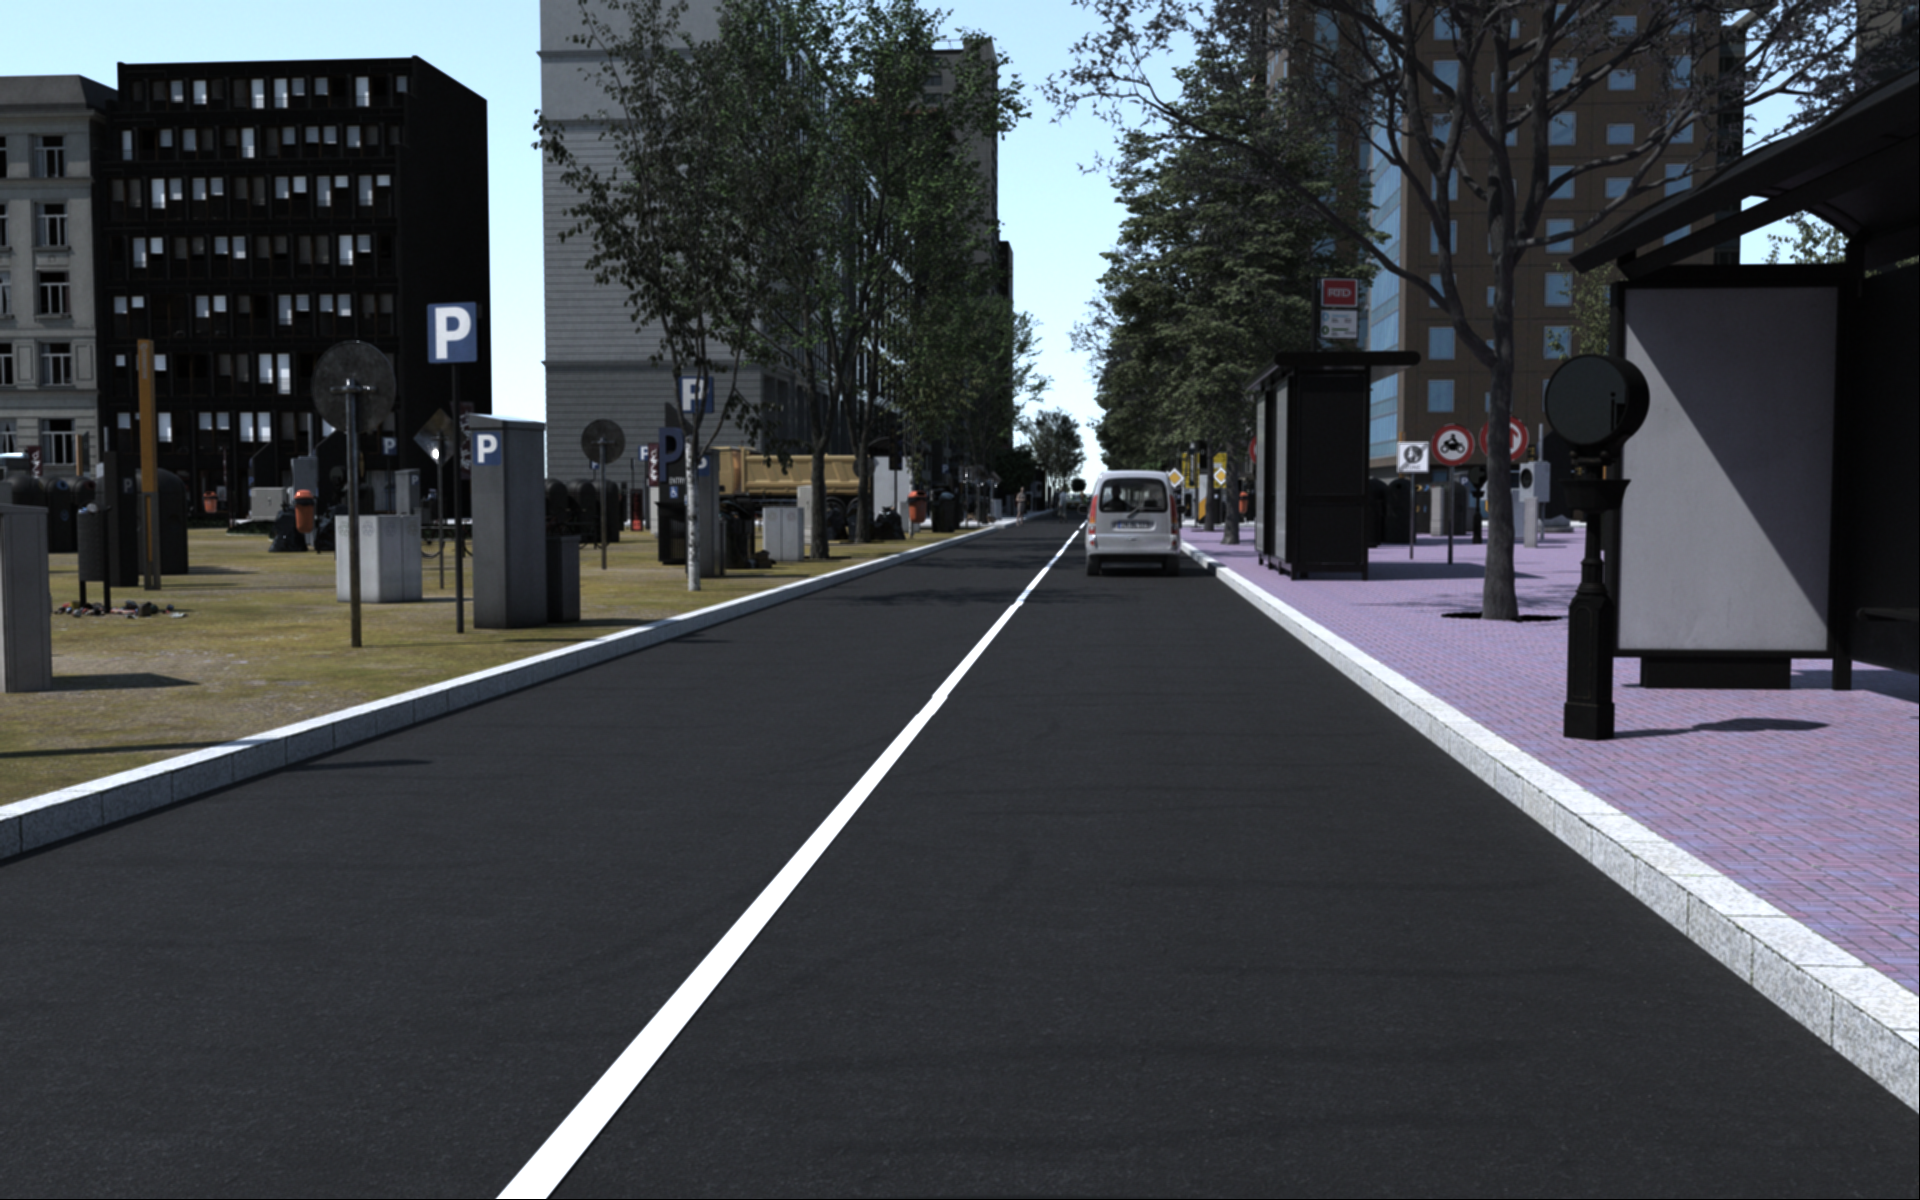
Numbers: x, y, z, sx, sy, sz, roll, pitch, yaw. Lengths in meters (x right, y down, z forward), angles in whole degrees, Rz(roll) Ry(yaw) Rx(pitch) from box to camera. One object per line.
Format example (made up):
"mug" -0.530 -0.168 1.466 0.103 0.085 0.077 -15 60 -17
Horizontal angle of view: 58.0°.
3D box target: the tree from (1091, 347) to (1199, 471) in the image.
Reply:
"tree" 14.283 -13.620 129.339 9.857 13.997 8.962 0 3 0

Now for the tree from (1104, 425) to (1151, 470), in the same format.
"tree" 21.426 -16.669 206.946 8.767 10.594 7.601 -1 4 -12

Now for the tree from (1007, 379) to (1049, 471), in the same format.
"tree" 1.543 -8.851 95.074 4.737 8.622 4.395 0 3 0

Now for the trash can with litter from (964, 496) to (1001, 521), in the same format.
"trash can with litter" 0.822 -4.375 82.581 2.233 1.210 1.678 0 4 5

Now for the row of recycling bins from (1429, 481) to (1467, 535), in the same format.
"row of recycling bins" 15.406 -2.970 55.673 1.069 1.692 3.534 0 4 -2

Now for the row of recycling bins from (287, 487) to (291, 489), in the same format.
"row of recycling bins" -31.314 -4.768 85.067 3.534 1.692 1.069 -3 4 -37

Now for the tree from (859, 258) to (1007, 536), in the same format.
"tree" -1.258 -6.296 53.300 4.737 8.622 4.395 0 3 0

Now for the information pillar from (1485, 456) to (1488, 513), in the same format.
"information pillar" 23.144 -5.142 75.422 0.504 3.616 0.183 -1 4 -17

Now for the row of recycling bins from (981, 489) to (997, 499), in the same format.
"row of recycling bins" 2.270 -7.546 130.491 1.069 1.692 3.534 -1 4 -18

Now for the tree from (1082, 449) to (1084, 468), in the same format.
"tree" 13.303 -16.236 215.816 4.360 8.622 3.978 0 3 0

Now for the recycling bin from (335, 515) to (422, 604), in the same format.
"recycling bin" -6.929 -0.496 20.661 0.722 1.027 0.722 2 4 25

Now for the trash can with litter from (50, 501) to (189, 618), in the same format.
"trash can with litter" -9.110 -0.450 18.414 2.233 1.210 1.678 2 4 35

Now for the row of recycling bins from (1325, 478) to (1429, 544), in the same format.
"row of recycling bins" 10.587 -2.391 46.208 1.069 1.692 3.534 -3 5 -44

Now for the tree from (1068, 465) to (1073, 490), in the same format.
"tree" 13.909 -17.628 238.586 4.737 8.622 4.395 0 3 0

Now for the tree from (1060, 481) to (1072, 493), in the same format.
"tree" 15.331 -15.582 249.368 1.663 3.219 1.824 0 3 0

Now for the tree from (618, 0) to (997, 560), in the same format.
"tree" -2.656 -6.621 34.011 9.928 11.665 9.643 0 3 0

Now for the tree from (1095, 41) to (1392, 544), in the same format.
"tree" 7.116 -7.718 44.315 7.486 12.596 7.792 0 3 0

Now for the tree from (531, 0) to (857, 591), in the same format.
"tree" -3.470 -4.413 22.515 4.360 8.622 3.978 0 3 0

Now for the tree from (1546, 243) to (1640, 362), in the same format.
"tree" 19.013 -6.113 50.315 4.737 8.622 4.395 0 3 0

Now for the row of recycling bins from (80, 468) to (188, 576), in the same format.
"row of recycling bins" -13.627 -1.319 28.686 1.069 1.692 3.534 -2 4 -35

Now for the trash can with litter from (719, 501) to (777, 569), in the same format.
"trash can with litter" -3.721 -1.127 29.806 1.055 1.170 0.624 -3 5 -44

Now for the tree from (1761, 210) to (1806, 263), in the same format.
"tree" 18.881 -5.387 38.440 4.737 8.622 4.395 0 3 0

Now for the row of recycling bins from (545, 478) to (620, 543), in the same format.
"row of recycling bins" -10.303 -2.329 45.187 1.069 1.692 3.534 3 4 36

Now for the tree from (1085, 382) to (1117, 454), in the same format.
"tree" 27.194 -26.437 288.131 12.611 20.169 13.585 0 3 0

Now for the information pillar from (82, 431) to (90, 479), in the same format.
"information pillar" -32.324 -4.438 63.923 0.183 3.616 0.504 2 4 29

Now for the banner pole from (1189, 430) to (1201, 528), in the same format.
"banner pole" 8.873 -4.630 65.719 0.401 3.779 0.863 -1 4 -17

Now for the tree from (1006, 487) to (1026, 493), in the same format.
"tree" 3.455 -7.053 109.919 1.663 3.219 1.824 0 3 0

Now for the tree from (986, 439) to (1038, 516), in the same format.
"tree" 3.084 -7.220 101.757 4.285 4.588 4.351 0 3 0

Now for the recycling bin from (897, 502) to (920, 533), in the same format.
"recycling bin" -1.727 -2.763 57.732 0.722 1.027 0.722 -1 4 -9

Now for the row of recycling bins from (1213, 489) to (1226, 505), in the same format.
"row of recycling bins" 20.417 -7.889 136.101 3.534 1.692 1.069 1 4 13

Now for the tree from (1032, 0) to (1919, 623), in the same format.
"tree" 5.397 -6.543 17.347 12.009 13.543 11.850 0 3 0

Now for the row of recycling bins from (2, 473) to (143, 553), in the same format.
"row of recycling bins" -19.944 -1.925 38.583 1.069 1.692 3.534 1 4 12

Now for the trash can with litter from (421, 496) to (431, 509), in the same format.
"trash can with litter" -16.825 -2.702 55.241 1.678 1.210 2.233 0 4 -2

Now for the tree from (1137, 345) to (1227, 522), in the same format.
"tree" 10.448 -7.937 80.136 4.360 8.622 3.978 0 3 0

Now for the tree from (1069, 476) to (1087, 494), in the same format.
"tree" 20.750 -19.643 304.871 4.285 4.588 4.351 0 3 0

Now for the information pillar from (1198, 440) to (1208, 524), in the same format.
"information pillar" 10.333 -5.007 73.218 0.504 3.616 0.183 1 4 14

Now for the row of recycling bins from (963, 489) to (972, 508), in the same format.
"row of recycling bins" 0.521 -8.345 143.553 1.069 1.692 3.534 0 4 2

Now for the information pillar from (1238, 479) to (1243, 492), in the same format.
"information pillar" 13.494 -4.858 83.918 0.304 2.012 0.304 -1 4 -13

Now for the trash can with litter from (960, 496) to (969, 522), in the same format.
"trash can with litter" -0.081 -4.178 79.698 0.624 1.170 1.055 1 4 20

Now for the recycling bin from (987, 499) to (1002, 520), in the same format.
"recycling bin" 1.628 -4.542 86.813 0.722 1.027 0.722 2 4 30

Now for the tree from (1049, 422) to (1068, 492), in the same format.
"tree" 7.624 -13.316 168.072 4.737 8.622 4.395 0 3 0

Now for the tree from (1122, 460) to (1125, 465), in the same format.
"tree" 23.385 -17.237 232.184 4.737 8.622 4.395 0 3 0

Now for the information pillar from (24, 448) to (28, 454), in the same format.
"information pillar" -47.603 -5.954 88.703 0.504 3.616 0.183 -3 5 -44

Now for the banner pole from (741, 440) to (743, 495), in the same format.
"banner pole" -10.092 -5.516 80.205 0.401 3.779 0.863 0 4 -4

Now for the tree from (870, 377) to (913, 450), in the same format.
"tree" -4.766 -9.303 102.465 4.360 8.622 3.978 0 3 0

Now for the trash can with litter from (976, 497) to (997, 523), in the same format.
"trash can with litter" 1.215 -4.101 78.434 1.055 1.170 0.624 3 5 42

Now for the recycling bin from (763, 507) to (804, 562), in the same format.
"recycling bin" -3.353 -1.247 32.942 0.722 1.027 0.722 0 4 0

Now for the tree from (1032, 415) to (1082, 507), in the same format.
"tree" 8.331 -12.838 160.263 4.360 8.622 3.978 0 3 0

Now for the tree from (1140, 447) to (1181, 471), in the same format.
"tree" 13.662 -8.079 115.806 4.285 4.588 4.351 0 3 0

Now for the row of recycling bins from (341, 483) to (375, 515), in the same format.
"row of recycling bins" -22.329 -3.503 64.383 1.069 1.692 3.534 -1 4 -13
